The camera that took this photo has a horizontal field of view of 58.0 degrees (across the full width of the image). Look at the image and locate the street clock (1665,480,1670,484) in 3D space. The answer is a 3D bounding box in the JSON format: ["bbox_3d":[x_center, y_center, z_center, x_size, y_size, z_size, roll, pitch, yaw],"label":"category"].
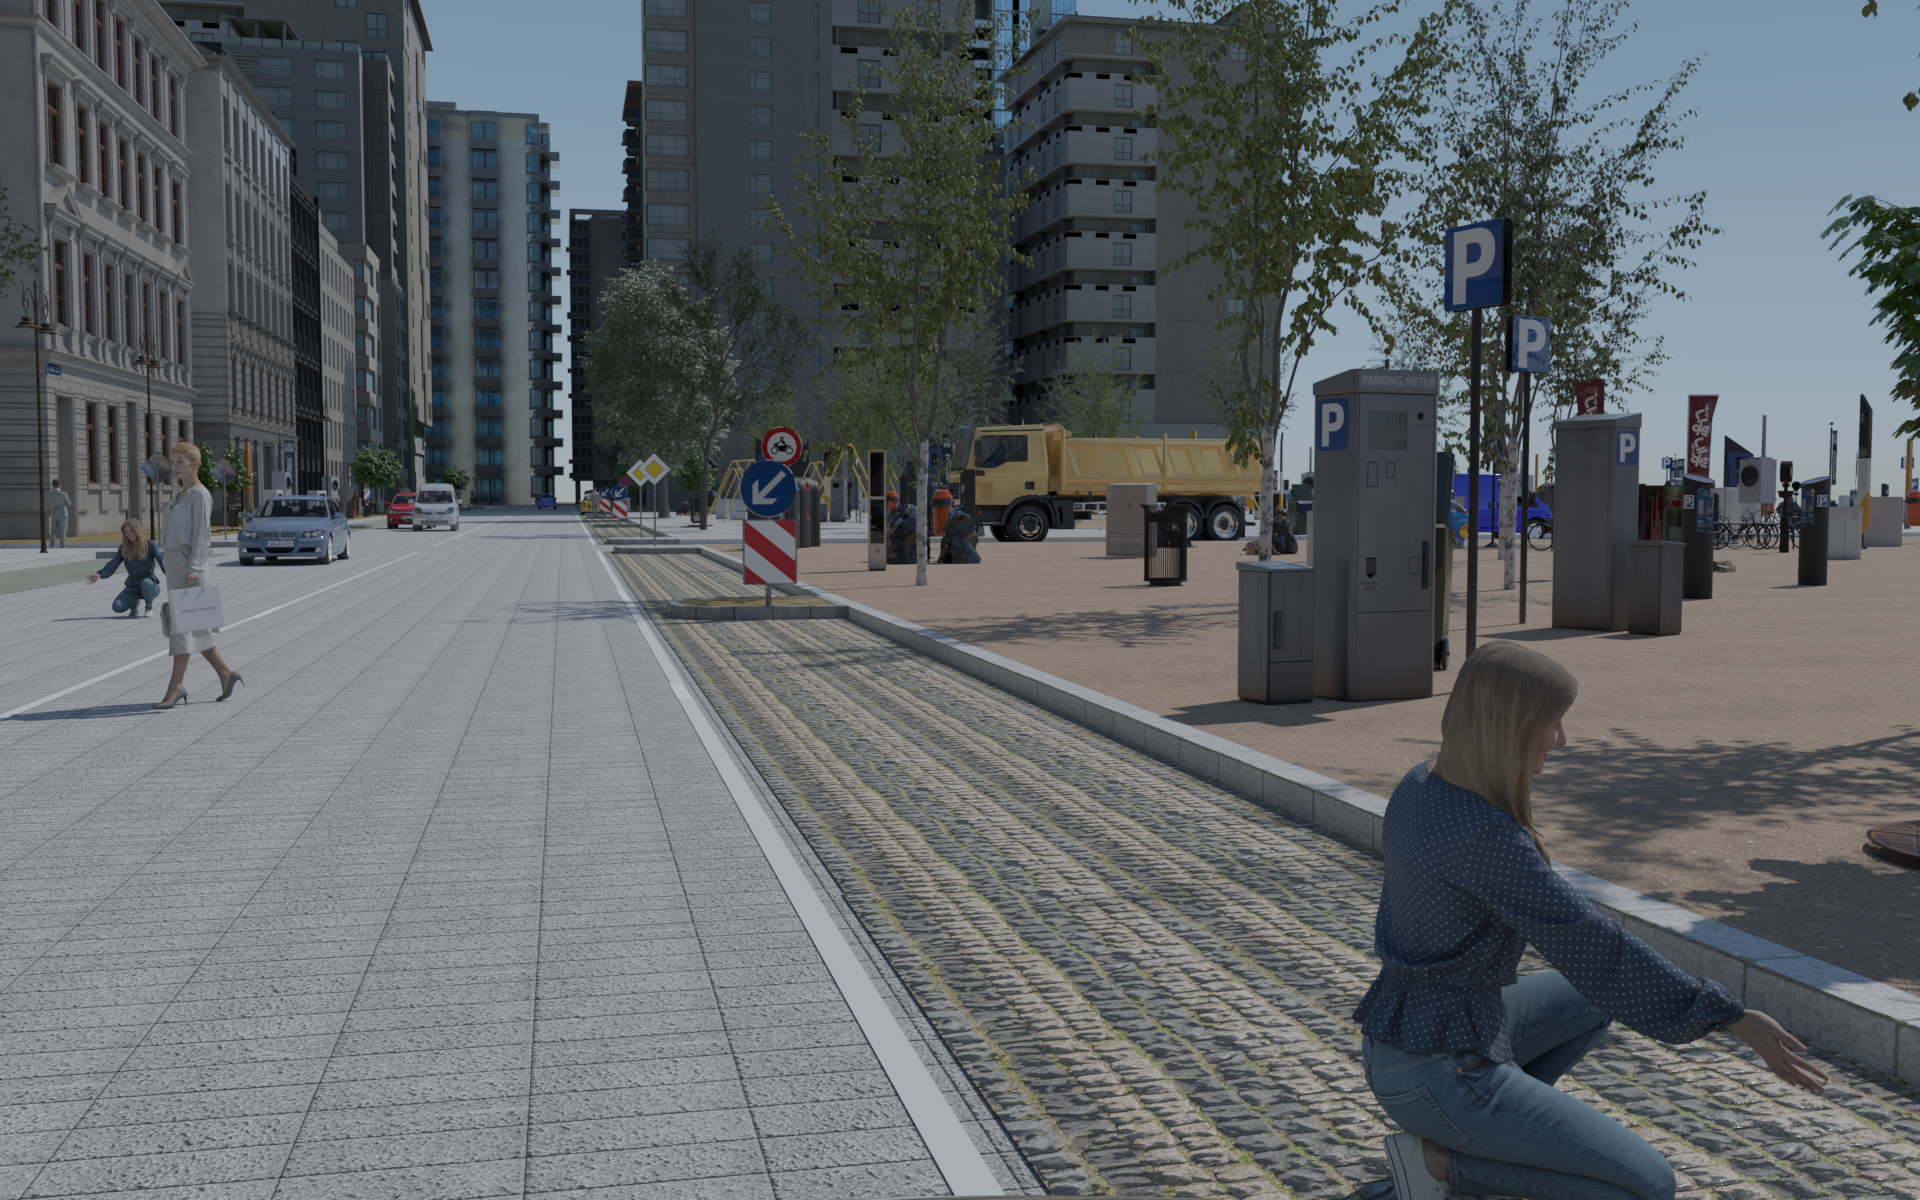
[{"bbox_3d":[37.059,-5.254,90.467,0.471,2.002,0.358,-1,4,-19],"label":"street clock"}]

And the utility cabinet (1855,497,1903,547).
[{"bbox_3d":[22.543,-1.918,42.529,1.020,1.237,0.306,1,4,17],"label":"utility cabinet"}]

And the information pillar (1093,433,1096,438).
[{"bbox_3d":[5.253,-4.636,67.156,0.183,3.616,0.504,1,4,16],"label":"information pillar"}]

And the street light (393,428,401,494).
[{"bbox_3d":[-38.455,-8.907,118.423,0.468,5.910,1.993,-1,4,-13],"label":"street light"}]

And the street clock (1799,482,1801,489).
[{"bbox_3d":[46.864,-5.659,97.097,0.471,2.002,0.358,3,4,37],"label":"street clock"}]

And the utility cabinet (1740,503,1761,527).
[{"bbox_3d":[30.371,-3.556,66.813,0.318,1.500,1.173,-1,4,-20],"label":"utility cabinet"}]

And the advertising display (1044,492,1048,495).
[{"bbox_3d":[3.670,-3.750,66.518,0.974,1.923,0.123,-1,4,-22],"label":"advertising display"}]

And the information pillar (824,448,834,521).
[{"bbox_3d":[-6.194,-5.557,82.208,0.504,3.616,0.183,0,4,2],"label":"information pillar"}]

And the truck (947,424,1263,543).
[{"bbox_3d":[3.717,-3.260,49.223,9.791,3.379,3.469,-1,4,-12],"label":"truck"}]

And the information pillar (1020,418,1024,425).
[{"bbox_3d":[1.925,-3.806,53.576,0.183,3.616,0.504,1,4,10],"label":"information pillar"}]

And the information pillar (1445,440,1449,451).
[{"bbox_3d":[21.144,-5.120,75.068,0.183,3.616,0.504,3,5,45],"label":"information pillar"}]

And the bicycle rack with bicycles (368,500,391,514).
[{"bbox_3d":[-38.059,-6.141,113.780,2.852,0.926,2.925,-1,4,-17],"label":"bicycle rack with bicycles"}]

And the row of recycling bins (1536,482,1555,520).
[{"bbox_3d":[19.909,-3.095,57.711,1.069,1.692,3.534,1,4,10],"label":"row of recycling bins"}]

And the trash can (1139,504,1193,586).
[{"bbox_3d":[2.885,-0.773,24.299,0.748,1.137,0.748,0,3,0],"label":"trash can"}]

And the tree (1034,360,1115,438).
[{"bbox_3d":[6.222,-8.890,95.710,4.360,8.622,3.978,0,3,0],"label":"tree"}]

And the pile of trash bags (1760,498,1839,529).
[{"bbox_3d":[30.726,-3.294,63.617,1.912,1.369,3.447,-1,4,-20],"label":"pile of trash bags"}]

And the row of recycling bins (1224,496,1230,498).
[{"bbox_3d":[19.793,-7.383,127.824,1.069,1.692,3.534,1,4,22],"label":"row of recycling bins"}]

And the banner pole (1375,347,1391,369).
[{"bbox_3d":[7.279,-2.439,29.894,0.401,3.779,0.863,0,4,-4],"label":"banner pole"}]

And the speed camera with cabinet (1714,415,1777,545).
[{"bbox_3d":[19.690,-3.037,43.993,0.660,3.252,2.038,-2,4,-24],"label":"speed camera with cabinet"}]

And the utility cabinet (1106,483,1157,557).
[{"bbox_3d":[3.449,-1.610,35.007,0.318,1.500,1.173,-3,4,-38],"label":"utility cabinet"}]

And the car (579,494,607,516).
[{"bbox_3d":[-24.626,-6.499,116.488,2.015,1.641,3.980,-1,4,-11],"label":"car"}]

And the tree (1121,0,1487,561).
[{"bbox_3d":[3.592,-4.197,18.976,4.737,8.622,4.395,0,3,0],"label":"tree"}]

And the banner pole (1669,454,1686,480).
[{"bbox_3d":[44.491,-7.174,107.304,0.401,3.779,0.863,-3,5,-42],"label":"banner pole"}]

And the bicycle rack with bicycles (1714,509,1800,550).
[{"bbox_3d":[18.602,-1.682,40.880,2.925,0.926,2.852,0,4,1],"label":"bicycle rack with bicycles"}]

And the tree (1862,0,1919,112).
[{"bbox_3d":[6.532,-3.644,9.936,4.737,8.622,4.395,0,3,0],"label":"tree"}]

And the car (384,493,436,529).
[{"bbox_3d":[-22.918,-3.877,72.423,2.155,1.783,4.494,-1,4,-14],"label":"car"}]

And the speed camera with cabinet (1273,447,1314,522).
[{"bbox_3d":[13.972,-4.789,72.628,2.038,3.252,0.660,1,4,18],"label":"speed camera with cabinet"}]

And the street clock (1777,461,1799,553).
[{"bbox_3d":[18.052,-2.037,37.881,0.358,2.002,0.471,2,4,30],"label":"street clock"}]

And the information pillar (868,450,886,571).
[{"bbox_3d":[-1.387,-1.496,28.958,0.304,2.012,0.304,0,4,-4],"label":"information pillar"}]

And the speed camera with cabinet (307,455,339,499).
[{"bbox_3d":[-32.345,-5.726,87.961,0.660,3.252,2.038,1,4,11],"label":"speed camera with cabinet"}]

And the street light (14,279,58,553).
[{"bbox_3d":[-19.917,-3.956,37.470,0.468,5.910,1.993,-1,4,-13],"label":"street light"}]

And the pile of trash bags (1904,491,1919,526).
[{"bbox_3d":[26.052,-2.175,45.319,3.447,1.369,1.912,-1,4,-23],"label":"pile of trash bags"}]

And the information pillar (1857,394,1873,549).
[{"bbox_3d":[21.079,-2.999,40.383,0.183,3.616,0.504,0,4,2],"label":"information pillar"}]

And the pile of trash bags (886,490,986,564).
[{"bbox_3d":[-0.480,-1.436,33.233,1.912,1.369,3.447,0,4,4],"label":"pile of trash bags"}]

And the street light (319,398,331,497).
[{"bbox_3d":[-30.507,-6.766,83.413,0.468,5.910,1.993,-1,4,-13],"label":"street light"}]

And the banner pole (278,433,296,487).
[{"bbox_3d":[-27.528,-4.938,70.752,0.401,3.779,0.863,3,5,41],"label":"banner pole"}]

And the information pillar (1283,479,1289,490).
[{"bbox_3d":[16.346,-5.036,86.838,0.304,2.012,0.304,1,4,9],"label":"information pillar"}]

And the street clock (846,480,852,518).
[{"bbox_3d":[-5.893,-5.328,91.690,0.358,2.002,0.471,-2,4,-29],"label":"street clock"}]

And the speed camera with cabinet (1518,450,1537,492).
[{"bbox_3d":[25.663,-5.096,77.656,0.660,3.252,2.038,-1,4,-11],"label":"speed camera with cabinet"}]

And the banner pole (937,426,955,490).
[{"bbox_3d":[-0.565,-4.513,63.799,0.863,3.779,0.401,0,4,7],"label":"banner pole"}]

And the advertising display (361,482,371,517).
[{"bbox_3d":[-33.118,-5.588,96.570,0.123,1.923,0.974,0,4,3],"label":"advertising display"}]

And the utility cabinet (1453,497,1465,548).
[{"bbox_3d":[11.469,-1.842,41.285,1.020,1.237,0.306,0,4,-3],"label":"utility cabinet"}]

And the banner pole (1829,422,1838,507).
[{"bbox_3d":[30.141,-4.271,59.841,0.401,3.779,0.863,1,4,10],"label":"banner pole"}]

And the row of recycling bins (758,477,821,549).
[{"bbox_3d":[-4.052,-2.070,40.955,1.069,1.692,3.534,0,4,7],"label":"row of recycling bins"}]

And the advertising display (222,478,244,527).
[{"bbox_3d":[-28.369,-3.816,67.603,0.974,1.923,0.123,1,4,22],"label":"advertising display"}]

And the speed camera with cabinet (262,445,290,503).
[{"bbox_3d":[-27.089,-4.545,68.639,0.660,3.252,2.038,0,4,-6],"label":"speed camera with cabinet"}]

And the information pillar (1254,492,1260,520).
[{"bbox_3d":[14.860,-5.015,86.484,0.304,2.012,0.304,1,4,22],"label":"information pillar"}]

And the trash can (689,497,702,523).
[{"bbox_3d":[-11.545,-3.945,76.149,0.748,1.137,0.748,0,3,0],"label":"trash can"}]

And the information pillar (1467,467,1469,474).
[{"bbox_3d":[38.039,-8.425,129.103,0.504,3.616,0.183,0,4,-5],"label":"information pillar"}]

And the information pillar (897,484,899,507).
[{"bbox_3d":[-3.690,-6.322,107.863,0.304,2.012,0.304,3,5,43],"label":"information pillar"}]

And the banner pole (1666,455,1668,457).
[{"bbox_3d":[45.731,-7.430,111.494,0.863,3.779,0.401,2,4,29],"label":"banner pole"}]

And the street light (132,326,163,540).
[{"bbox_3d":[-22.389,-4.592,47.863,0.468,5.910,1.993,-1,4,-13],"label":"street light"}]

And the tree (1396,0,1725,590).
[{"bbox_3d":[7.619,-4.450,23.115,4.360,8.622,3.978,0,3,0],"label":"tree"}]

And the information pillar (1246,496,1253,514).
[{"bbox_3d":[18.371,-7.241,109.741,0.504,3.616,0.183,2,4,27],"label":"information pillar"}]

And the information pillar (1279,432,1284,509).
[{"bbox_3d":[12.162,-4.536,65.523,0.183,3.616,0.504,1,4,15],"label":"information pillar"}]

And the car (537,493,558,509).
[{"bbox_3d":[-39.101,-9.445,164.018,1.945,1.707,3.694,-1,4,-14],"label":"car"}]

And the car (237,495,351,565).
[{"bbox_3d":[-13.965,-1.499,36.503,2.014,1.417,4.499,-1,4,-12],"label":"car"}]

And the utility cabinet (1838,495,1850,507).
[{"bbox_3d":[52.875,-5.632,103.244,1.020,1.237,0.306,-1,4,-13],"label":"utility cabinet"}]
